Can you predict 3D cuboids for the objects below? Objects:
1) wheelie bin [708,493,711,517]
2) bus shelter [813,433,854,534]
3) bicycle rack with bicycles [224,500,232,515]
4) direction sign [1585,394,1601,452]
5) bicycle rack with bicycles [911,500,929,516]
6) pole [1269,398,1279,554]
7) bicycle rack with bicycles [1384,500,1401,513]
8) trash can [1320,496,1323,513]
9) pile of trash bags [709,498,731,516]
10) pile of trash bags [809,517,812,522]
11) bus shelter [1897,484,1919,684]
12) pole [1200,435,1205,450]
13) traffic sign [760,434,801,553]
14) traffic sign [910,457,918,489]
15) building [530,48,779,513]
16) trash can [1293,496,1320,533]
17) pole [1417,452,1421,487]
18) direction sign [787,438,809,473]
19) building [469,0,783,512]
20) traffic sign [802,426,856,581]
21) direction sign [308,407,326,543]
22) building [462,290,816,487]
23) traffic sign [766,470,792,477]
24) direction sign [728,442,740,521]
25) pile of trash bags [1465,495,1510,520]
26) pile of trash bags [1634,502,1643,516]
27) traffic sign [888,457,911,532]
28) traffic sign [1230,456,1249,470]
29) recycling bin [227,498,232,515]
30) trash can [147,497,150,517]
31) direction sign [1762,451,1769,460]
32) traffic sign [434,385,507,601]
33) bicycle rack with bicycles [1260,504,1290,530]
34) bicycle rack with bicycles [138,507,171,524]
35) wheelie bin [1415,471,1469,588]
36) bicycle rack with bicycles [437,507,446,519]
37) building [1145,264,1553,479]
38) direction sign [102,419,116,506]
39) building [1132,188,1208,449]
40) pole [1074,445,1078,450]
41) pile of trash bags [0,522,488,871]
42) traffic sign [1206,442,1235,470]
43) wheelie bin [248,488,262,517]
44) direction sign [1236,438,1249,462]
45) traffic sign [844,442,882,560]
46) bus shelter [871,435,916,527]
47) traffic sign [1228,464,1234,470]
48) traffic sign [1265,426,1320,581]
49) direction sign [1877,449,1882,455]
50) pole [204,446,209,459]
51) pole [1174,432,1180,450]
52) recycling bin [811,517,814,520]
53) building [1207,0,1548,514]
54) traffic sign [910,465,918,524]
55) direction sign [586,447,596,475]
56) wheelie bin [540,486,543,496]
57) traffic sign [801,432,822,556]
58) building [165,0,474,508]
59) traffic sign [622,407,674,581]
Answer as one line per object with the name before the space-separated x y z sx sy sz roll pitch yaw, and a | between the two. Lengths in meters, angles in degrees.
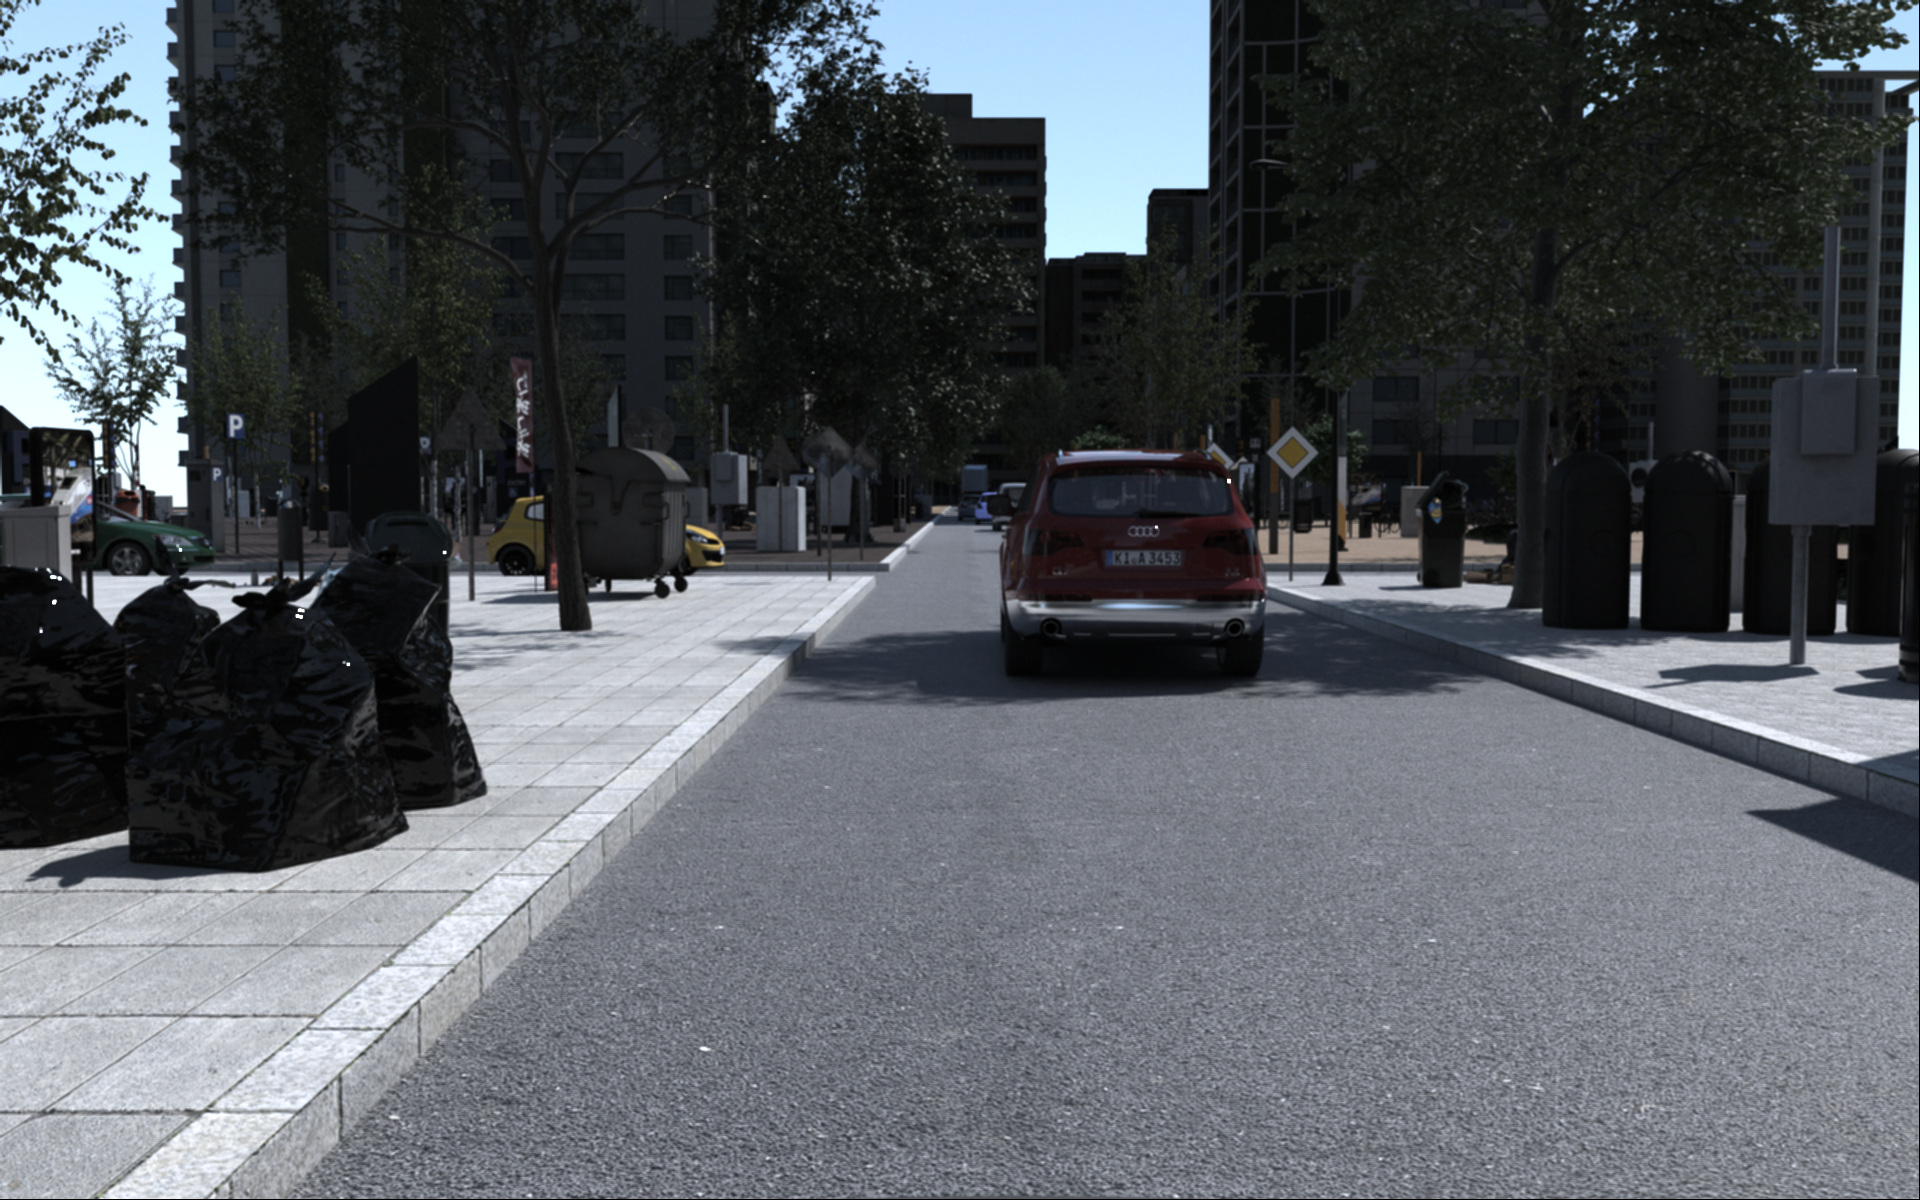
wheelie bin | -14.418 -5.464 97.241 0.980 1.594 0.693 -3 4 -38
bus shelter | -3.995 -3.965 58.759 2.014 3.302 5.546 0 3 0
bicycle rack with bicycles | -44.634 -5.551 104.134 2.925 0.926 2.852 -1 4 -14
direction sign | 14.440 -2.910 39.582 0.379 3.537 0.876 0 4 1
bicycle rack with bicycles | -3.304 -5.491 103.155 2.925 0.926 2.852 0 4 -2
pole | 6.702 -2.635 36.933 0.158 3.312 0.155 0 3 0
bicycle rack with bicycles | 26.254 -5.410 101.843 2.852 0.926 2.925 -1 4 -18
trash can | 21.708 -5.738 105.471 0.748 1.137 0.748 0 3 0
pile of trash bags | -15.328 -5.990 107.683 3.447 1.369 1.912 -3 5 -43
pile of trash bags | -6.757 -4.269 79.555 1.912 1.369 3.447 0 4 0
bus shelter | 6.608 -1.839 7.693 2.179 5.291 8.768 0 4 0
pole | 8.396 -4.048 60.035 0.158 3.312 0.155 0 3 0
traffic sign | -3.906 -2.304 37.670 0.884 2.594 0.081 0 4 3
traffic sign | -3.329 -5.981 91.658 2.265 3.308 0.079 0 4 3
building | -19.921 -21.061 116.043 14.160 30.474 14.107 0 4 0
trash can | 11.291 -2.781 57.118 0.748 1.137 0.748 0 3 0
pole | 22.221 -5.505 83.855 0.158 3.312 0.155 0 3 0
direction sign | -6.517 -4.753 69.708 0.876 3.537 0.379 0 4 -1
building | -24.371 -42.440 132.138 20.563 71.187 20.611 0 4 0
traffic sign | -1.920 -1.337 25.500 0.795 2.450 0.064 0 4 0
direction sign | -16.992 -3.288 45.759 0.379 3.537 0.876 0 4 3
building | -27.652 -19.295 160.506 28.899 21.520 27.650 0 4 0
traffic sign | -5.714 -3.364 54.997 0.884 2.594 0.081 0 4 1
direction sign | -9.886 -5.128 75.846 0.379 3.537 0.876 -3 5 -40
pile of trash bags | 25.708 -4.461 82.695 3.447 1.369 1.912 0 4 -6
pile of trash bags | 30.993 -4.107 76.896 1.912 1.369 3.447 1 4 12
traffic sign | -2.019 -3.531 57.834 0.768 2.556 0.104 1 4 9
traffic sign | 8.580 -3.144 52.586 0.795 2.450 0.064 0 4 4
recycling bin | -44.449 -5.730 106.236 0.722 1.027 0.722 1 4 17
trash can | -38.780 -4.327 82.406 0.748 1.137 0.748 0 3 0
direction sign | 42.203 -6.007 90.207 0.876 3.537 0.379 1 4 19
traffic sign | -5.870 -1.269 20.755 0.884 2.594 0.081 0 4 2
bicycle rack with bicycles | 10.754 -3.026 62.854 2.852 0.926 2.925 3 5 43
bicycle rack with bicycles | -23.990 -2.182 49.051 2.925 0.926 2.852 2 4 29
wheelie bin | 6.681 -0.984 23.990 0.693 1.594 0.980 1 4 8
bicycle rack with bicycles | -27.910 -4.664 89.645 2.925 0.926 2.852 2 4 26
building | 30.798 -18.316 144.503 27.650 21.520 28.899 0 4 0
direction sign | -26.051 -3.734 53.056 0.379 3.537 0.876 0 4 -5
building | 24.640 -24.120 166.057 14.160 30.474 14.107 0 4 0
pole | 4.786 -4.744 71.405 0.158 3.312 0.155 0 3 0
pile of trash bags | -3.648 0.161 7.116 3.447 1.369 1.912 1 4 18
traffic sign | 4.893 -1.823 33.449 0.795 2.450 0.064 0 4 0
wheelie bin | -39.636 -5.466 97.277 0.693 1.594 0.980 2 4 24
direction sign | 11.480 -4.736 69.431 0.876 3.537 0.379 1 4 18
traffic sign | -1.902 -1.825 33.485 0.795 2.450 0.064 0 4 0
bus shelter | -2.634 -4.864 70.806 1.731 3.624 6.357 0 4 0
traffic sign | 8.905 -3.410 57.878 0.606 2.300 0.079 0 4 5
traffic sign | 4.874 -1.335 25.464 0.795 2.450 0.064 0 4 0
direction sign | 45.998 -5.806 86.932 0.379 3.537 0.876 0 4 3
pole | -31.839 -4.857 73.263 0.158 3.312 0.155 0 3 0
pole | 7.154 -3.875 57.202 0.158 3.312 0.155 0 3 0
recycling bin | -6.914 -4.454 85.377 0.722 1.027 0.722 2 4 34
building | 26.457 -41.567 117.880 20.563 71.187 20.611 0 4 0
traffic sign | -2.186 -4.588 75.127 0.768 2.556 0.104 0 4 5
direction sign | -17.759 -5.585 83.307 0.379 3.537 0.876 -3 5 -41
wheelie bin | -16.082 -3.676 68.012 0.980 1.594 0.693 -2 4 -26
traffic sign | -2.904 -2.176 35.676 0.768 2.556 0.104 1 4 8
building | -57.240 -37.947 162.435 28.212 58.520 21.231 0 4 0
traffic sign | -4.568 -1.546 25.381 0.768 2.556 0.104 0 4 2
